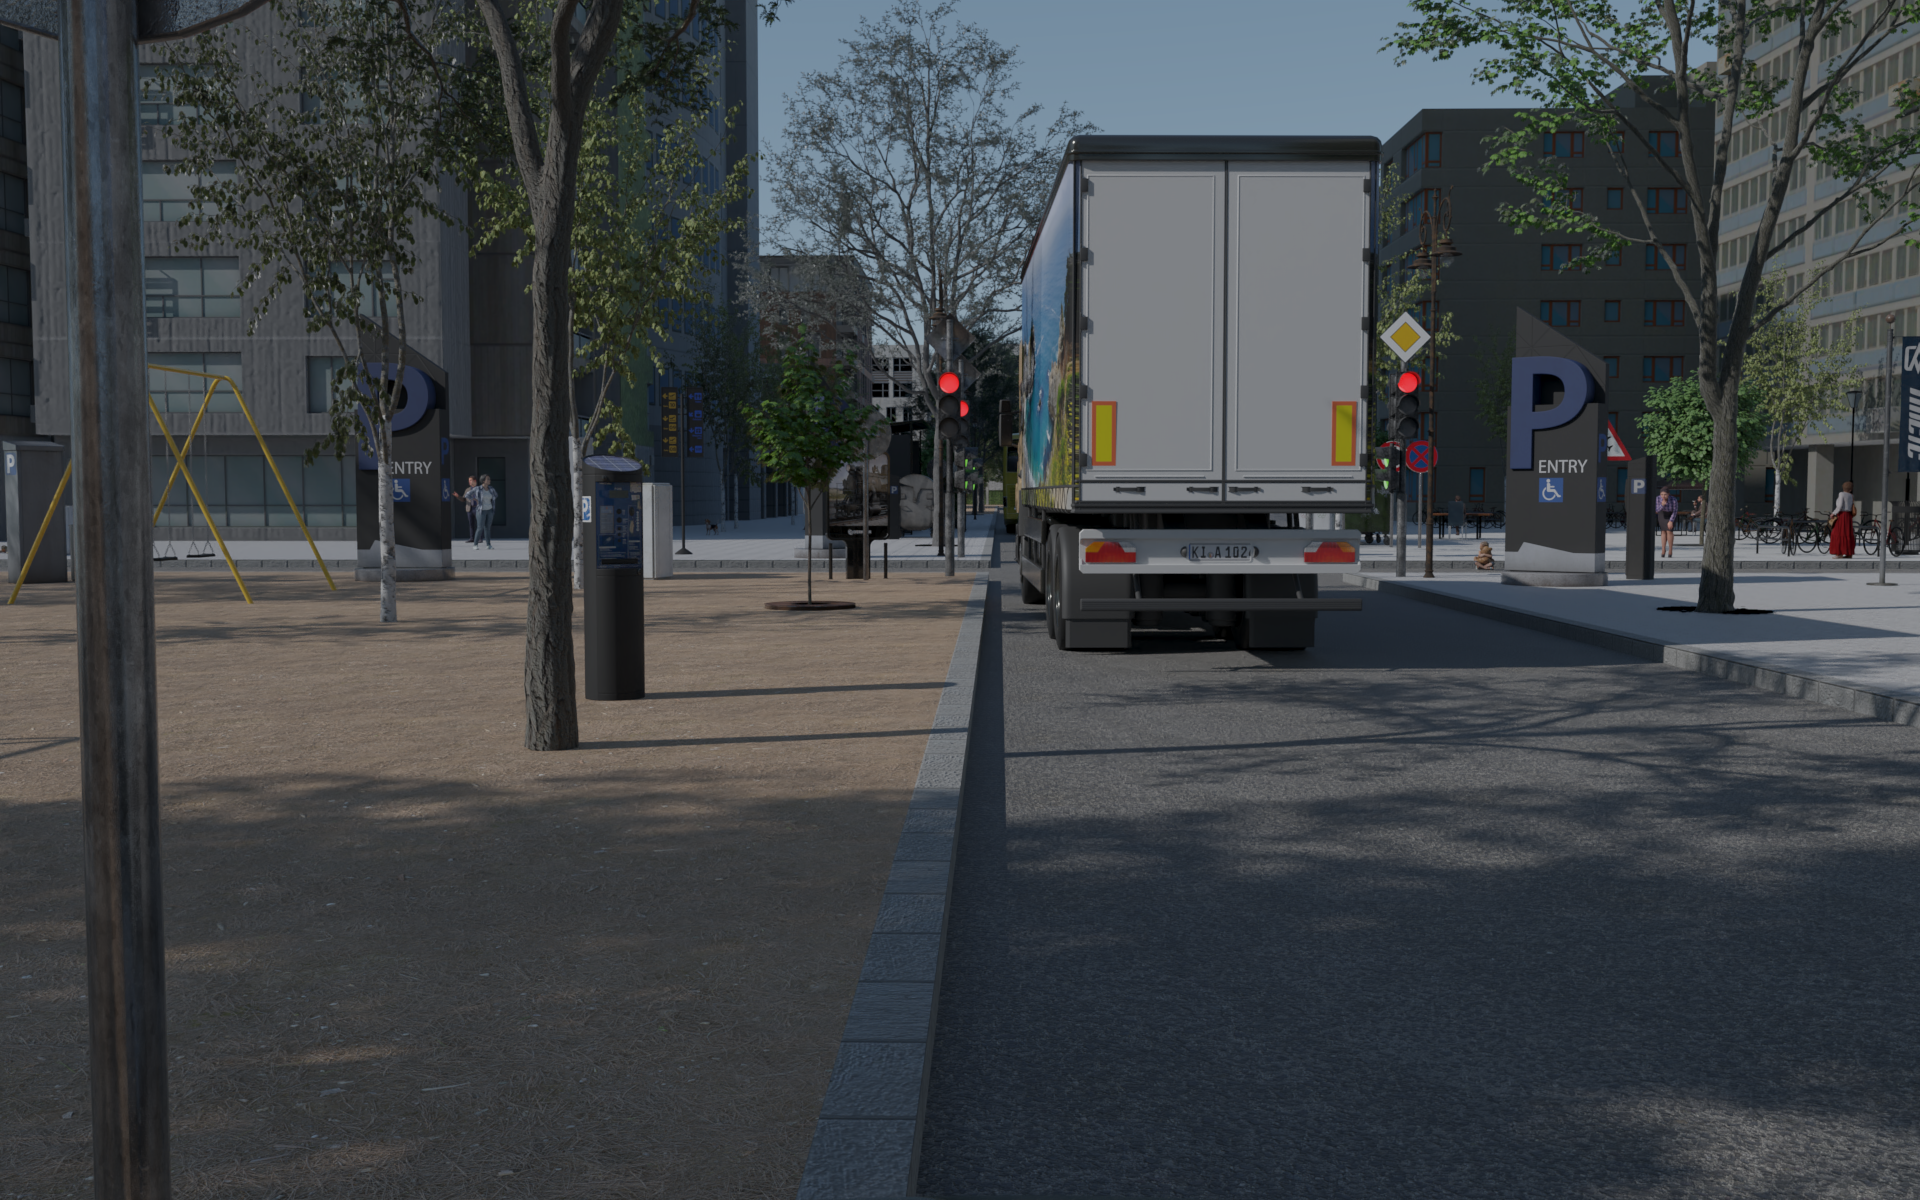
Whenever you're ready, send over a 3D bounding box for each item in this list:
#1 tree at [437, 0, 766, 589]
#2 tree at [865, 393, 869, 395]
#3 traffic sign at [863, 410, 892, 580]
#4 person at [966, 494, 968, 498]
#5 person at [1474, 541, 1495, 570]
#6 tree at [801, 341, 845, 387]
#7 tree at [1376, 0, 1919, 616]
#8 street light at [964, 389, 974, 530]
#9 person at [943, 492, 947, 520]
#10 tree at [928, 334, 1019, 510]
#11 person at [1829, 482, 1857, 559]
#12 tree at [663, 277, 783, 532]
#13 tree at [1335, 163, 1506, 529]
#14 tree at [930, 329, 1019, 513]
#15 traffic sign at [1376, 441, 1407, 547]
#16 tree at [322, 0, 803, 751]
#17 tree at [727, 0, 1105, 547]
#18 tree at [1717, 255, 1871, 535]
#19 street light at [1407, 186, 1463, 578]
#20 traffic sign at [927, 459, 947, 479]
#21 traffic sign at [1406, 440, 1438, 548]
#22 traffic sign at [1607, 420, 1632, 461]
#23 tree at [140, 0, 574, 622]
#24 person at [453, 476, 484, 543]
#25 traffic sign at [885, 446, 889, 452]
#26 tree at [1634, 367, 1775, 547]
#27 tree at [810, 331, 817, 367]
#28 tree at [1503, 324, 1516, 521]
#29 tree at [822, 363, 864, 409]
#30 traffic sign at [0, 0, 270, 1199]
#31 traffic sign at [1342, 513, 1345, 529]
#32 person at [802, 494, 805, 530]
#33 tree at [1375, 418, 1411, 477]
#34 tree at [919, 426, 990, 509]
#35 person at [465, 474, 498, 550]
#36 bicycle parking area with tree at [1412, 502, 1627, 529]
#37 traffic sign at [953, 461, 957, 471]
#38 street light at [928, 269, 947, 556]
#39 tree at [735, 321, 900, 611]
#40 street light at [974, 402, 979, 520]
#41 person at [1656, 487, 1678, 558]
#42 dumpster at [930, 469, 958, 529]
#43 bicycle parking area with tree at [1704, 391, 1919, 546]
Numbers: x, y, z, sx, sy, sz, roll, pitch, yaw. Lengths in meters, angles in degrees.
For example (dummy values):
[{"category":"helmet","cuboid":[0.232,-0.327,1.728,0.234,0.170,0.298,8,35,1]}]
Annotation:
[{"category":"tree","cuboid":[-4.901,-4.453,23.174,4.737,8.622,4.395,0,3,0]},{"category":"tree","cuboid":[-6.779,-8.883,95.593,4.737,8.622,4.395,0,3,0]},{"category":"traffic sign","cuboid":[-1.400,-1.565,25.702,0.768,2.556,0.104,1,4,8]},{"category":"person","cuboid":[0.298,-9.644,163.727,0.705,1.824,1.348,3,5,42]},{"category":"person","cuboid":[9.885,-0.837,32.655,0.381,0.543,0.357,1,4,16]},{"category":"tree","cuboid":[-6.894,-8.091,82.657,4.360,8.622,3.978,0,3,0]},{"category":"tree","cuboid":[8.147,-5.658,18.272,9.928,11.665,9.643,0,3,0]},{"category":"street light","cuboid":[0.153,-5.408,61.204,0.468,5.910,1.993,0,4,1]},{"category":"person","cuboid":[-0.657,-3.160,61.613,0.435,1.345,0.340,0,4,-8]},{"category":"tree","cuboid":[1.754,-14.008,135.678,9.857,13.997,8.962,0,3,0]},{"category":"person","cuboid":[17.516,-1.579,34.326,0.523,1.526,0.387,-1,4,-21]},{"category":"tree","cuboid":[-8.011,-6.616,58.528,4.360,8.622,3.978,0,3,0]},{"category":"tree","cuboid":[8.553,-5.357,37.947,4.737,8.622,4.395,0,3,0]},{"category":"tree","cuboid":[1.058,-12.262,118.607,7.486,12.596,7.792,0,3,0]},{"category":"traffic sign","cuboid":[10.382,-2.539,41.623,0.768,2.556,0.104,1,4,10]},{"category":"tree","cuboid":[-2.173,-4.508,8.123,8.767,10.594,7.601,1,4,13]},{"category":"tree","cuboid":[-0.557,-8.062,42.179,12.009,13.543,11.850,0,3,0]},{"category":"tree","cuboid":[25.850,-6.341,54.039,4.737,8.622,4.395,0,3,0]},{"category":"street light","cuboid":[7.192,-3.278,26.379,0.468,5.910,1.993,0,4,1]},{"category":"traffic sign","cuboid":[-0.804,-3.740,61.254,0.768,2.556,0.104,0,4,5]},{"category":"traffic sign","cuboid":[10.922,-2.506,41.086,0.768,2.556,0.104,1,4,9]},{"category":"traffic sign","cuboid":[10.213,-1.687,27.591,0.884,2.594,0.081,1,4,10]},{"category":"tree","cuboid":[-5.963,-4.079,17.056,4.360,8.622,3.978,0,3,0]},{"category":"person","cuboid":[-12.824,-2.372,45.358,0.617,1.759,0.750,2,4,27]},{"category":"traffic sign","cuboid":[-1.455,-1.633,26.808,0.768,2.556,0.104,0,4,3]},{"category":"tree","cuboid":[18.333,-3.615,42.820,4.285,4.588,4.351,0,3,0]},{"category":"tree","cuboid":[-8.065,-6.952,64.032,4.737,8.622,4.395,0,3,0]},{"category":"tree","cuboid":[23.655,-7.581,74.310,4.737,8.622,4.395,0,3,0]},{"category":"tree","cuboid":[-6.884,-7.451,72.185,4.737,8.622,4.395,0,3,0]},{"category":"traffic sign","cuboid":[-0.950,-0.112,1.939,0.768,2.556,0.104,0,4,7]},{"category":"traffic sign","cuboid":[9.417,-2.594,42.510,0.768,2.556,0.104,0,4,7]},{"category":"person","cuboid":[-5.244,-3.381,62.126,0.742,1.727,0.445,-3,4,-38]},{"category":"tree","cuboid":[17.991,-5.609,75.428,4.285,4.588,4.351,0,3,0]},{"category":"tree","cuboid":[-0.670,-5.645,76.012,4.285,4.588,4.351,0,3,0]},{"category":"person","cuboid":[-11.022,-2.039,40.109,0.841,1.734,0.376,-3,5,-43]},{"category":"bicycle parking area with tree","cuboid":[21.615,-4.874,66.691,9.016,4.147,8.231,2,4,24]},{"category":"traffic sign","cuboid":[-0.205,-4.110,67.200,0.884,2.594,0.081,1,4,8]},{"category":"street light","cuboid":[-0.390,-3.851,35.748,0.468,5.910,1.993,0,4,1]},{"category":"tree","cuboid":[-1.802,-1.524,19.526,1.663,3.219,1.824,0,3,0]},{"category":"street light","cuboid":[0.757,-6.965,86.659,0.468,5.910,1.993,0,4,1]},{"category":"person","cuboid":[14.214,-1.563,34.831,0.421,1.427,0.697,2,4,32]},{"category":"dumpster","cuboid":[-0.588,-3.793,64.501,1.502,2.255,1.985,0,4,1]},{"category":"bicycle parking area with tree","cuboid":[24.374,-3.585,45.615,9.016,4.147,8.231,2,4,26]}]
